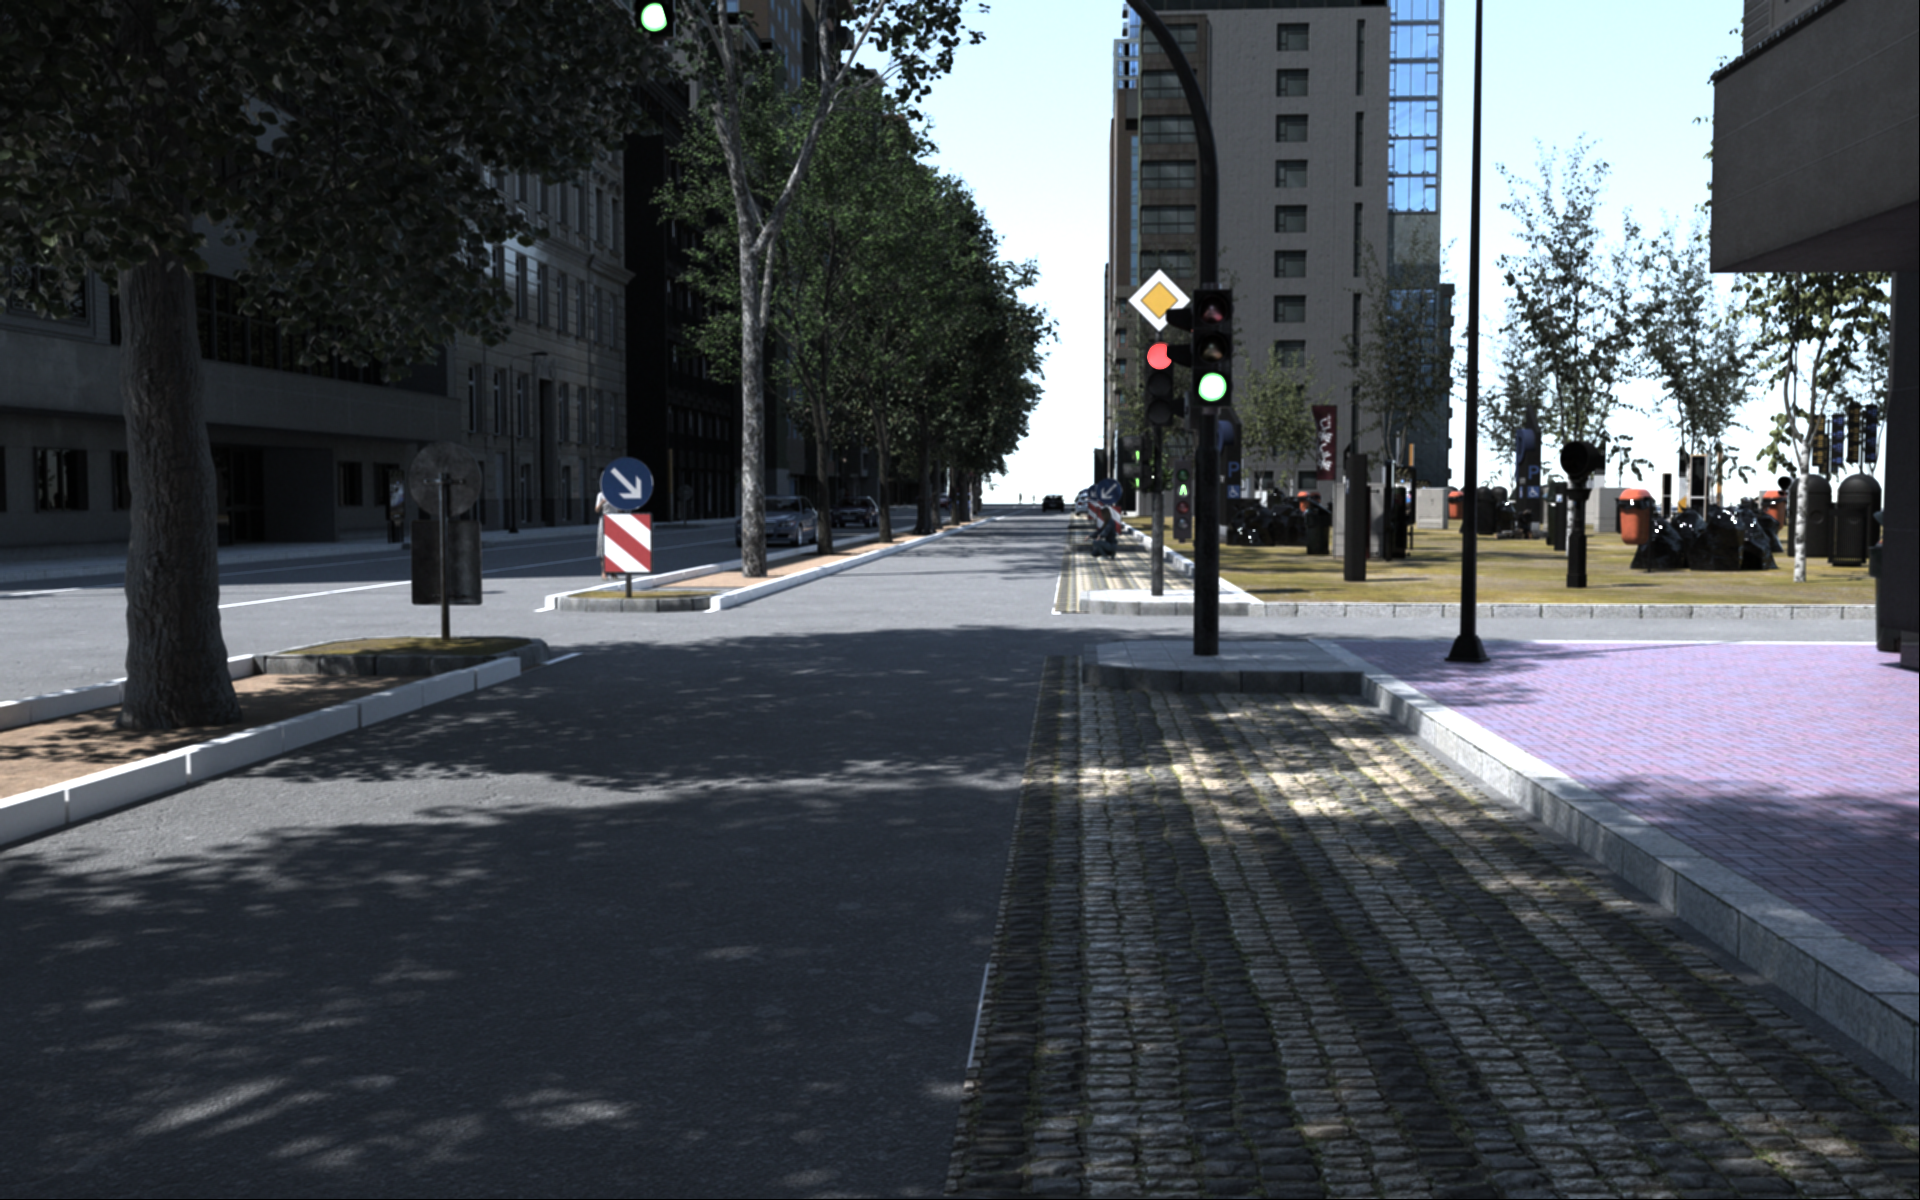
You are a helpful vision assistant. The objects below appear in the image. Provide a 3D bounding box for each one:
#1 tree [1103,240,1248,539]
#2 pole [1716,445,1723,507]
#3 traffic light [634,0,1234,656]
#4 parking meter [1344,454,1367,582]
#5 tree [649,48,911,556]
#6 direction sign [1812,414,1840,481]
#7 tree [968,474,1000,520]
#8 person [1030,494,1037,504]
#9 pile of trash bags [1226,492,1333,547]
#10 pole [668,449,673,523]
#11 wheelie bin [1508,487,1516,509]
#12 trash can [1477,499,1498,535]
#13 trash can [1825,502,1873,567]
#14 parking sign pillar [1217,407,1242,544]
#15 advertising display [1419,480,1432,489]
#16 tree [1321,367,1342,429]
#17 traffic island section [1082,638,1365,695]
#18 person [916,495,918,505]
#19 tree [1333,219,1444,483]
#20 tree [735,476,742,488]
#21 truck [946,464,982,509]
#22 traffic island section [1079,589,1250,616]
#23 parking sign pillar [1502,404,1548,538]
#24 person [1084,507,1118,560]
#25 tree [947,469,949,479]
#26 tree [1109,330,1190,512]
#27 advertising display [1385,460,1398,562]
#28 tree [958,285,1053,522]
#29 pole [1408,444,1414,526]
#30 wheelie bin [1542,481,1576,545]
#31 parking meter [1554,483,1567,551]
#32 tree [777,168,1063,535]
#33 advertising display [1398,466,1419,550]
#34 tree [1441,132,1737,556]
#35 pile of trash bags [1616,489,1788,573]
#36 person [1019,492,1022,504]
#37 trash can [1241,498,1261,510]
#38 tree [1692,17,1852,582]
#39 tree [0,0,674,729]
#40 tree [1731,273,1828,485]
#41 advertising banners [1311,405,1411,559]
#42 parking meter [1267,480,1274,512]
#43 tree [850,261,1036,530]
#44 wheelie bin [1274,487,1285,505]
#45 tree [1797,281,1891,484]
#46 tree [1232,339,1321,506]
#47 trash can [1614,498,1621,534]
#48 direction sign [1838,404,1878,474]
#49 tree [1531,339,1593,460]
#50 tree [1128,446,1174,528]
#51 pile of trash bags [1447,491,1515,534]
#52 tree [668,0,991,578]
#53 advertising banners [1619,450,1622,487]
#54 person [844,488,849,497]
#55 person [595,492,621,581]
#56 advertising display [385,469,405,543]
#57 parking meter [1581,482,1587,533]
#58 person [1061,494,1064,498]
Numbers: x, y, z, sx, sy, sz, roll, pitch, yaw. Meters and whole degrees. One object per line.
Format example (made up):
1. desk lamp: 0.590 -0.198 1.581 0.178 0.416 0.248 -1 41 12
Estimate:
1. tree: 6.372 -6.056 49.376 4.360 8.622 3.978 0 3 0
2. pole: 31.483 -4.770 71.839 0.158 3.312 0.155 0 3 0
3. traffic light: -0.151 -2.391 13.753 4.771 5.953 1.251 0 4 4
4. parking meter: 5.818 -1.209 25.473 0.255 1.863 0.399 0 4 0
5. tree: -3.250 -6.852 40.250 9.928 11.665 9.643 0 3 0
6. direction sign: 24.532 -3.487 49.004 0.379 3.537 0.876 -3 4 -38
7. tree: 0.647 -8.729 95.544 4.360 8.622 3.978 0 3 0
8. person: 10.287 -14.046 241.374 0.991 1.433 0.599 0 4 4
9. pile of trash bags: 8.382 -2.028 42.906 3.447 1.369 1.912 0 4 -1
10. pole: -13.042 -5.145 77.956 0.158 3.312 0.155 0 3 0
11. wheelie bin: 19.429 -3.185 59.976 0.693 1.594 0.980 -1 4 -16
12. trash can: 16.469 -2.603 54.214 0.748 1.137 0.748 0 3 0
13. trash can: 15.690 -1.159 30.610 0.748 1.137 0.748 0 3 0
14. parking sign pillar: 6.950 -3.486 45.470 1.447 3.967 1.447 -1 4 -12
15. advertising display: 21.224 -4.534 79.350 0.123 1.923 0.974 -2 4 -26
16. tree: 17.251 -8.482 89.037 4.737 8.622 4.395 0 3 0
17. traffic island section: 1.982 0.515 13.868 2.009 0.180 2.903 0 4 4
18. person: -3.201 -7.533 134.893 0.421 1.427 0.697 -1 4 -9
19. tree: 12.106 -5.938 47.451 4.360 8.622 3.978 0 3 0
20. tree: -13.149 -6.223 96.347 1.663 3.219 1.824 0 3 0
21. truck: 0.459 -9.608 146.000 2.839 4.237 11.283 0 4 3
22. traffic island section: 2.508 0.027 21.836 2.009 0.180 2.903 0 4 4
23. parking sign pillar: 16.862 -3.847 51.378 1.447 3.967 1.447 0 4 5
24. person: 3.062 -1.434 37.439 0.738 1.151 1.012 0 4 2
25. tree: -2.267 -18.805 257.818 4.737 8.622 4.395 0 3 0
26. tree: 8.831 -7.754 77.148 4.737 8.622 4.395 0 3 0
27. advertising display: 8.270 -1.718 33.311 0.123 1.923 0.974 1 4 17
28. tree: 0.218 -10.926 87.751 9.857 13.997 8.962 0 3 0
29. pole: 18.293 -4.673 70.246 0.158 3.312 0.155 0 3 0
30. wheelie bin: 15.028 -2.162 43.259 0.980 1.594 0.693 2 4 34
31. parking meter: 13.667 -1.885 39.229 0.372 1.533 0.369 0 3 0
32. tree: -1.243 -8.595 59.989 9.611 12.733 9.660 0 3 0
33. advertising display: 10.239 -2.139 40.186 0.123 1.923 0.974 -1 4 -20
34. tree: 12.670 -5.199 35.373 4.360 8.622 3.978 0 3 0
35. pile of trash bags: 12.229 -1.196 29.301 3.447 1.369 1.912 -3 4 -38
36. person: 8.552 -14.256 242.108 0.617 1.759 0.750 -2 4 -34
37. trash can: 9.350 -2.701 55.807 0.748 1.137 0.748 0 3 0
38. tree: 12.474 -4.568 25.043 4.737 8.622 4.395 0 3 0
39. tree: -4.839 -6.187 10.268 9.857 13.997 8.962 0 3 0
40. tree: 18.821 -5.737 44.160 4.360 8.622 3.978 0 3 0
41. advertising banners: 7.909 -2.325 34.199 2.074 3.025 0.090 -1 4 -9
42. parking meter: 13.152 -4.139 73.379 0.255 1.863 0.399 1 4 18
43. tree: -0.860 -9.054 68.619 7.486 12.596 7.792 0 3 0
44. wheelie bin: 14.064 -4.226 77.005 0.693 1.594 0.980 2 4 26
45. tree: 30.039 -6.536 57.222 4.360 8.622 3.978 0 3 0
46. tree: 14.442 -8.113 83.013 4.737 8.622 4.395 0 3 0
47. trash can: 21.629 -2.727 56.242 0.748 1.137 0.748 0 3 0
48. direction sign: 22.721 -3.160 43.668 0.876 3.537 0.379 -1 4 -16
49. tree: 28.202 -7.893 79.417 4.737 8.622 4.395 0 3 0
50. tree: 7.615 -4.557 69.102 1.663 3.219 1.824 0 3 0
51. pile of trash bags: 17.245 -2.886 56.933 3.447 1.369 1.912 -3 4 -36
52. tree: -2.366 -10.385 28.144 12.611 20.169 13.585 0 3 0
53. advertising banners: 26.099 -4.401 68.145 0.090 3.025 2.074 2 4 31
54. person: -7.346 -6.295 111.362 0.705 1.831 1.348 -2 4 -24
55. person: -5.798 -1.203 28.737 0.480 1.755 0.524 -2 4 -35
56. advertising display: -14.813 -2.460 45.433 0.123 1.923 0.974 0 4 5
57. parking meter: 19.354 -2.963 54.153 0.399 1.863 0.255 3 5 42
58. person: 13.923 -13.830 237.805 0.799 1.438 0.628 0 4 -1
